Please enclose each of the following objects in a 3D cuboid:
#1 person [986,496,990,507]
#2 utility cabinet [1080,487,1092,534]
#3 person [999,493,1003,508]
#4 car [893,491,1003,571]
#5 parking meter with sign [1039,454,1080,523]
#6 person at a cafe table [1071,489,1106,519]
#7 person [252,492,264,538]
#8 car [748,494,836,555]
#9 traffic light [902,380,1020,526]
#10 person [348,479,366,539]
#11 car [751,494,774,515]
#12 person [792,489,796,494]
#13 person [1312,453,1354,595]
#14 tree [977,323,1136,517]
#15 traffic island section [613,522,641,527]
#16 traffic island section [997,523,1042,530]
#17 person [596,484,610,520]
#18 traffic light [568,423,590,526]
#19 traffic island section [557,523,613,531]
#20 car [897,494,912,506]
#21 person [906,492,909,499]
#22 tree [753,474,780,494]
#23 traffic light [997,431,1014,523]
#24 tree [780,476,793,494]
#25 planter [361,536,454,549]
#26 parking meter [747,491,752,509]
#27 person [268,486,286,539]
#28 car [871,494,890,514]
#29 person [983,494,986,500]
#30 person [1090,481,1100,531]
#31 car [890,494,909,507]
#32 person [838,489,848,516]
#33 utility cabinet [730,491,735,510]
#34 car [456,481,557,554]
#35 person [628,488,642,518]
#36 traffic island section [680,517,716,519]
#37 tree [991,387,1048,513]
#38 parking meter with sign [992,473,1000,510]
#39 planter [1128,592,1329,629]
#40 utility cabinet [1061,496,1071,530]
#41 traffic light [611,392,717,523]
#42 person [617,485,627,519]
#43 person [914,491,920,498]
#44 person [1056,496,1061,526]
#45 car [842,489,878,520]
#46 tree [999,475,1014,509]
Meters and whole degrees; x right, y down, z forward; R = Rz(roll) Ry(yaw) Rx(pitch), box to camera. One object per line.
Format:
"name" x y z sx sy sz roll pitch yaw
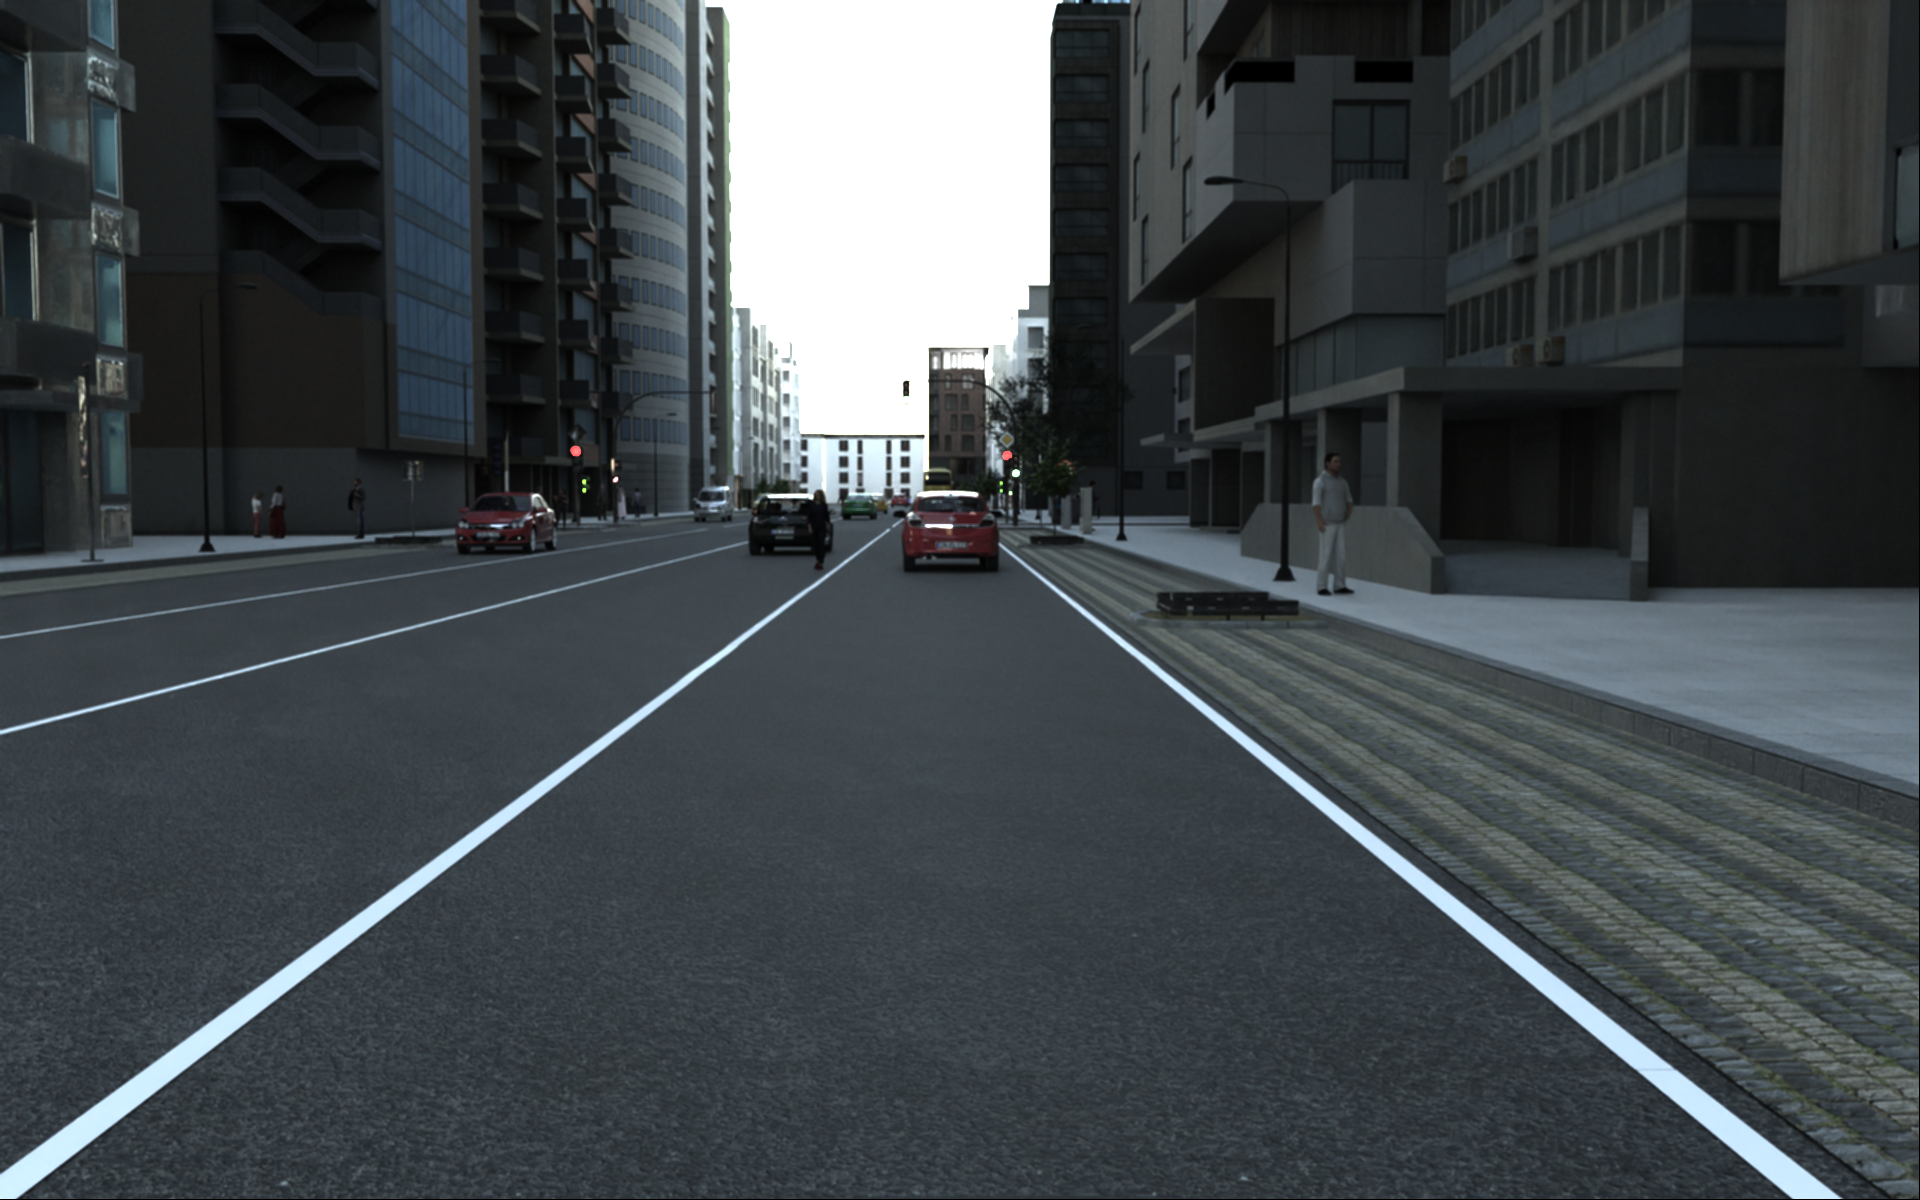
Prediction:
"person" 2.736 -10.135 173.212 0.593 1.643 0.415 0 4 3
"utility cabinet" 4.057 -2.888 55.895 0.318 1.500 1.173 0 4 -1
"person" 3.787 -9.348 159.566 0.721 1.739 1.217 -1 4 -10
"car" -0.221 -1.500 33.569 2.155 1.783 4.494 0 4 -2
"parking meter with sign" 4.383 -4.892 76.244 1.738 3.016 0.543 0 4 -3
"person at a cafe table" 6.262 -4.863 88.019 1.698 1.524 1.622 3 4 36
"person" -20.690 -2.512 51.028 0.435 1.345 0.340 2 4 23
"car" -4.072 -1.975 42.085 2.009 1.686 4.222 0 4 1
"traffic light" 0.091 -5.760 68.850 4.771 5.953 1.251 0 4 -1
"person" -17.332 -2.624 49.769 0.431 1.722 0.655 -2 4 -28
"car" -13.136 -6.571 117.659 2.015 1.641 3.980 0 3 0
"person" -19.335 -12.004 202.299 0.705 1.826 1.348 3 4 38
"person" 4.729 -0.962 21.922 0.875 1.805 0.789 -2 4 -28
"tree" 5.152 -9.832 95.172 8.767 10.594 7.601 -1 4 -11
"traffic island section" -15.306 -3.340 76.889 2.009 0.180 2.903 0 4 -1
"traffic island section" 2.221 -2.866 69.134 2.009 0.180 2.903 0 4 -1
"person" -17.387 -4.762 84.462 0.434 1.755 0.990 2 4 30
"traffic light" -15.158 -4.884 68.771 0.839 4.253 0.868 0 4 -1
"traffic island section" -15.198 -2.852 68.905 2.009 0.180 2.903 0 4 -1
"car" -7.042 -12.680 216.902 1.945 1.707 3.694 0 4 1
"person" -6.269 -11.751 202.098 0.593 1.643 0.415 0 4 -1
"tree" -18.587 -10.412 164.840 1.663 3.219 1.824 0 3 0
"traffic light" 2.073 -5.387 77.004 0.839 4.253 0.868 0 4 -1
"tree" -18.643 -11.278 179.004 1.663 3.219 1.824 0 3 0
"planter" -14.566 -1.517 45.939 1.991 0.319 1.994 0 4 -1
"parking meter" -17.769 -8.431 146.254 0.372 1.533 0.369 0 3 0
"person" -19.662 -2.531 49.899 0.387 1.526 0.523 1 4 18
"car" -6.160 -7.110 126.473 2.015 1.641 3.980 0 4 -1
"person" 2.523 -10.769 182.839 0.721 1.735 1.217 -1 4 -15
"person" 4.652 -3.292 60.578 0.504 1.737 0.576 0 4 1
"car" -6.585 -10.969 188.376 2.155 1.783 4.494 0 4 -1
"person" -7.726 -6.503 115.382 0.990 1.755 0.434 -2 4 -26
"utility cabinet" -17.679 -7.631 133.438 0.318 1.500 1.173 1 4 12
"car" -11.201 -2.071 42.902 2.155 1.783 4.494 0 4 -2
"person" -17.384 -5.207 93.130 0.435 1.587 0.963 3 4 37
"traffic island section" -15.307 -4.812 101.542 1.991 0.108 1.994 0 4 -1
"tree" 4.078 -10.183 116.852 4.737 8.622 4.395 0 3 0
"parking meter with sign" 2.901 -8.876 141.375 0.543 3.016 1.738 0 4 6
"planter" 2.897 0.116 19.237 1.991 0.319 1.994 0 4 -1
"utility cabinet" 3.853 -3.181 63.164 0.306 1.237 1.020 0 4 -1
"traffic light" -13.176 -6.248 76.818 4.771 5.953 1.251 0 4 -1
"person" -17.139 -4.936 87.423 0.621 1.740 0.551 0 4 0
"person" -4.594 -11.372 195.216 1.217 1.735 0.721 0 4 1
"person" 4.336 -3.883 73.850 0.647 1.594 0.662 0 4 2
"car" -5.697 -5.502 98.751 1.959 1.807 4.718 0 4 1
"tree" 3.747 -9.413 148.499 1.663 3.219 1.824 0 3 0
